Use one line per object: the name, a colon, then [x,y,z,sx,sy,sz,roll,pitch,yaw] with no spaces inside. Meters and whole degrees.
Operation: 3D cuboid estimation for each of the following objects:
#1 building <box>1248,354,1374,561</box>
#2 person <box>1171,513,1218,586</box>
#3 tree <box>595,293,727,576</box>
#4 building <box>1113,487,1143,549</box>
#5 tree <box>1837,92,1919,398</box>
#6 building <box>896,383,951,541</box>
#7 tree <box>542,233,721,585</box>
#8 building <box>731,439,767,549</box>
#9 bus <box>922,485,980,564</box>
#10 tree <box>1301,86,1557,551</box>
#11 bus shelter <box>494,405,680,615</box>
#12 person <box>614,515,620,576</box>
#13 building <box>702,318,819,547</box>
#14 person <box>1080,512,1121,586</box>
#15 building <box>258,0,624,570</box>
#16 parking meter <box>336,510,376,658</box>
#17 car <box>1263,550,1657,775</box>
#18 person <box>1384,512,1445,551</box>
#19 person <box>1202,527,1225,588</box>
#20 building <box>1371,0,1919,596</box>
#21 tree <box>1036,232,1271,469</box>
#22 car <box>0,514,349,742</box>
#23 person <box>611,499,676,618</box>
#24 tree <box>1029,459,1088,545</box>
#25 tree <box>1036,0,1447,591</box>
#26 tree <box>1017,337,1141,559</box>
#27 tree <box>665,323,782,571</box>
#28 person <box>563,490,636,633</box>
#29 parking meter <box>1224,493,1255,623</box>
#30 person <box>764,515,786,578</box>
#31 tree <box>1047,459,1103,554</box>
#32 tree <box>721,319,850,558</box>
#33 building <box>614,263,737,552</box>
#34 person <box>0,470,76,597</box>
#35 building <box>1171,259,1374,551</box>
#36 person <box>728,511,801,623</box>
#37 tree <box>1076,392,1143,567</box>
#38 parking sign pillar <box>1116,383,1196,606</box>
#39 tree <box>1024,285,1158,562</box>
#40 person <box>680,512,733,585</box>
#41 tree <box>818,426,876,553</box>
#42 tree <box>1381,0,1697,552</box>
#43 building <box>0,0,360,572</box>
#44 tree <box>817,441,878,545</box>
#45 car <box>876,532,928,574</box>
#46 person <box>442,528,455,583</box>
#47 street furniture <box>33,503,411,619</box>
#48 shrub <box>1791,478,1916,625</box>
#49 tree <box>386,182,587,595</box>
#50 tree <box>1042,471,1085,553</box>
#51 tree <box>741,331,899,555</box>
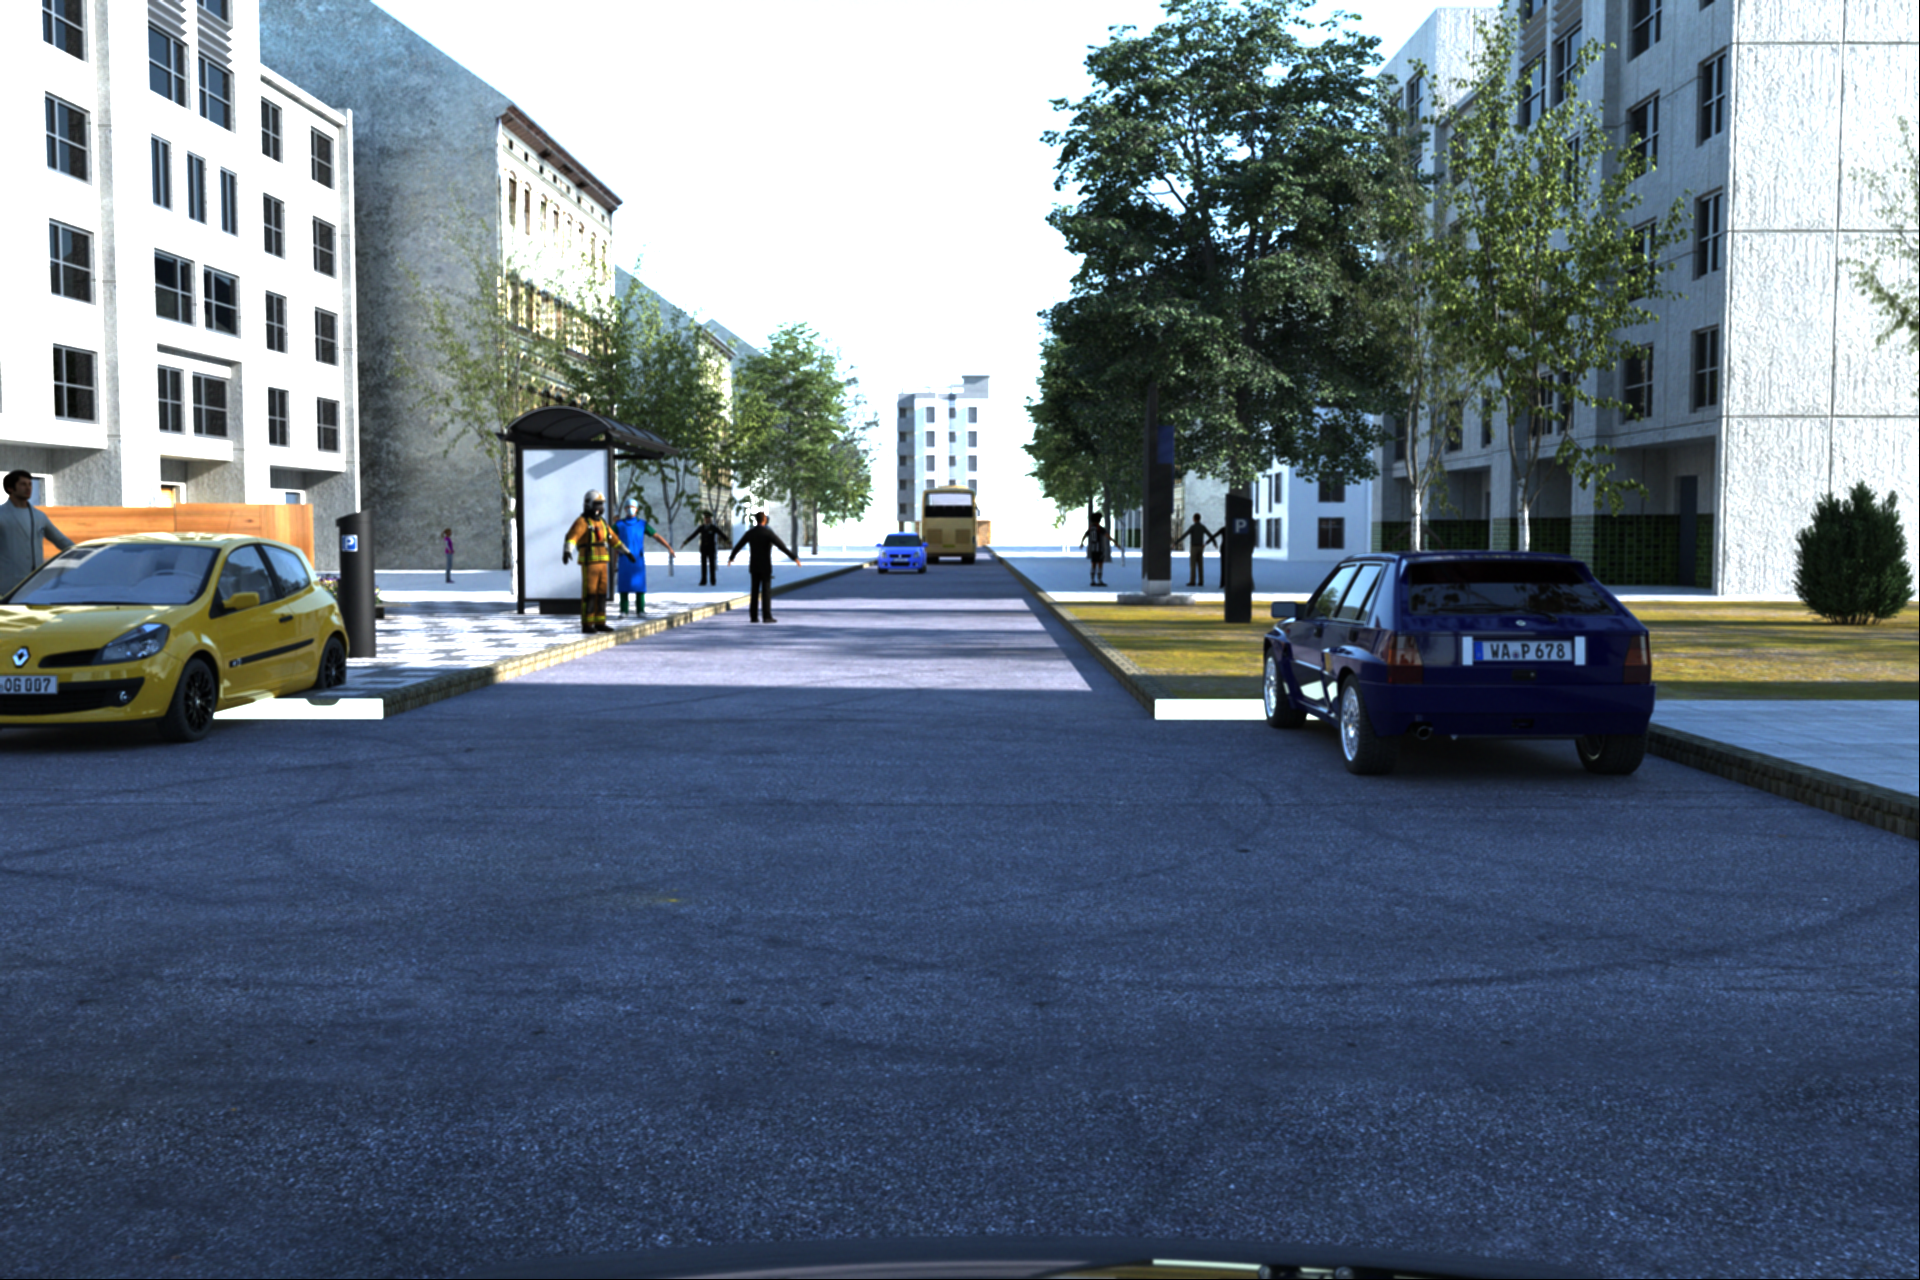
building: [20.076,-8.584,82.493,9.099,9.664,28.070,0,4,0]
person: [5.849,-2.240,42.900,1.348,1.796,0.705,-2,4,-25]
tree: [-8.890,-6.246,52.479,4.737,8.622,4.395,0,3,0]
building: [24.471,-18.392,167.160,16.747,18.905,31.486,0,4,1]
tree: [16.572,-4.820,29.171,4.360,8.622,3.978,0,3,0]
building: [-7.318,-21.426,209.197,11.380,20.090,16.016,0,4,-2]
tree: [-8.367,-5.682,43.261,4.737,8.622,4.395,0,3,0]
building: [-22.361,-13.410,161.399,9.099,9.664,28.070,0,4,1]
bus: [-0.436,-5.809,86.529,2.896,3.916,12.252,0,4,1]
tree: [7.536,-4.835,29.414,4.360,8.622,3.978,0,3,0]
bus shelter: [-6.285,-2.204,29.967,2.014,3.302,5.546,0,3,0]
person: [-8.224,-2.132,41.659,1.217,1.733,0.721,-1,4,-22]
building: [-25.173,-21.669,185.210,19.493,23.208,18.063,0,4,0]
person: [3.397,-2.230,42.607,0.704,1.843,1.345,-3,5,-41]
building: [-25.166,-14.617,69.910,19.493,23.208,18.063,0,4,1]
parking meter: [-6.284,-0.588,18.017,0.372,1.533,0.369,0,3,0]
car: [3.160,0.056,11.660,1.945,1.354,3.894,0,4,-1]
person: [10.083,-1.968,38.301,1.348,1.813,0.705,0,4,0]
person: [6.355,-2.110,41.220,1.216,1.740,0.721,-1,4,-10]
building: [24.288,-11.299,51.201,16.747,18.905,31.486,0,4,0]
tree: [5.739,-7.140,51.145,7.601,10.594,8.767,1,4,14]
car: [-6.086,-0.178,13.136,2.015,1.641,3.980,0,4,0]
person: [-5.026,-1.246,26.504,1.347,1.817,0.704,-1,4,-9]
tree: [12.389,-17.350,209.420,9.928,11.665,9.643,0,3,0]
tree: [6.287,-8.099,39.077,9.857,13.997,8.962,0,3,0]
tree: [6.455,-10.506,89.902,7.486,12.596,7.792,0,3,0]
tree: [-8.487,-6.729,60.374,4.737,8.622,4.395,0,3,0]
person: [-4.735,-1.024,22.509,0.705,1.858,1.354,2,4,29]
parking meter: [4.041,-1.181,25.021,0.399,1.863,0.255,0,4,-1]
person: [-5.611,-2.709,50.155,1.347,1.847,0.705,3,4,38]
tree: [7.189,-9.994,113.767,4.737,8.622,4.395,0,3,0]
tree: [-9.130,-10.625,91.852,7.486,12.596,7.792,0,3,0]
building: [-28.336,-18.641,135.711,19.493,23.208,18.063,0,4,0]
person: [-7.725,-0.496,14.297,0.705,1.806,1.347,2,4,25]
building: [25.756,-18.691,136.522,19.493,23.208,18.063,0,3,0]
person: [-3.208,-1.183,28.022,1.346,1.802,0.704,2,4,23]
tree: [6.396,-7.195,67.996,4.360,8.622,3.978,0,3,0]
parking sign pillar: [3.583,-2.633,31.529,1.447,3.967,1.447,0,4,1]
tree: [6.349,-9.769,77.851,7.486,12.596,7.792,0,3,0]
person: [-6.313,-2.286,43.312,1.347,1.837,0.705,0,4,7]
tree: [-7.883,-10.268,118.240,4.737,8.622,4.395,0,3,0]
tree: [7.913,-4.507,24.045,4.737,8.622,4.395,0,3,0]
building: [-29.214,-10.809,43.182,16.747,18.905,31.486,0,4,1]
tree: [-13.429,-17.627,206.323,7.486,12.596,7.792,0,3,0]
car: [-2.121,-3.327,63.986,1.945,1.707,3.694,0,4,1]
person: [-13.361,-2.215,45.477,0.599,1.433,0.991,-1,4,-12]
street furniture: [-12.215,-1.298,28.072,9.812,1.723,11.010,-2,4,-31]
shrub: [12.719,-1.259,24.620,1.661,2.075,1.752,0,3,0]
tree: [-9.152,-5.247,36.151,4.360,8.622,3.978,0,3,0]
tree: [7.350,-10.385,120.152,4.737,8.622,4.395,0,3,0]
tree: [-8.643,-11.863,104.330,12.009,13.543,11.850,0,3,0]
